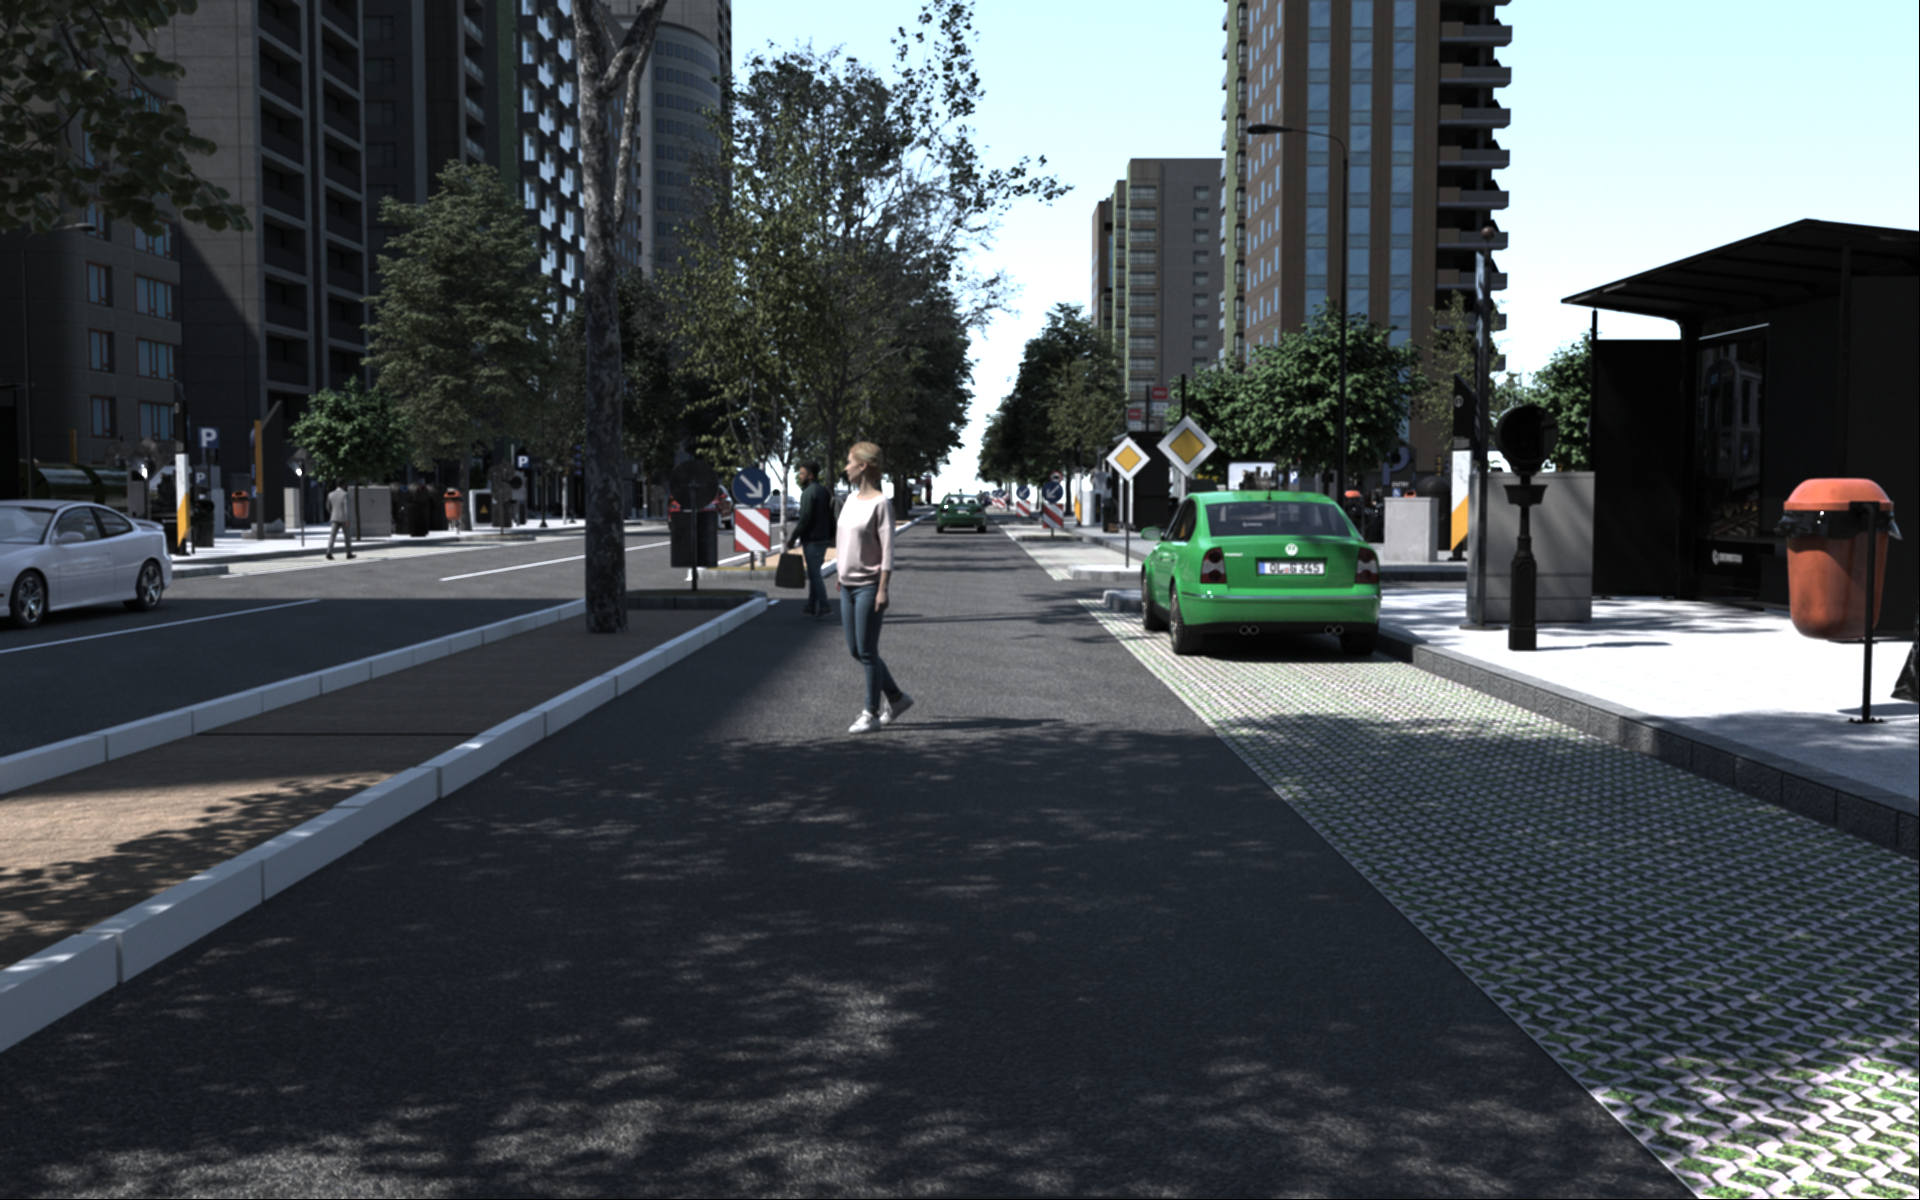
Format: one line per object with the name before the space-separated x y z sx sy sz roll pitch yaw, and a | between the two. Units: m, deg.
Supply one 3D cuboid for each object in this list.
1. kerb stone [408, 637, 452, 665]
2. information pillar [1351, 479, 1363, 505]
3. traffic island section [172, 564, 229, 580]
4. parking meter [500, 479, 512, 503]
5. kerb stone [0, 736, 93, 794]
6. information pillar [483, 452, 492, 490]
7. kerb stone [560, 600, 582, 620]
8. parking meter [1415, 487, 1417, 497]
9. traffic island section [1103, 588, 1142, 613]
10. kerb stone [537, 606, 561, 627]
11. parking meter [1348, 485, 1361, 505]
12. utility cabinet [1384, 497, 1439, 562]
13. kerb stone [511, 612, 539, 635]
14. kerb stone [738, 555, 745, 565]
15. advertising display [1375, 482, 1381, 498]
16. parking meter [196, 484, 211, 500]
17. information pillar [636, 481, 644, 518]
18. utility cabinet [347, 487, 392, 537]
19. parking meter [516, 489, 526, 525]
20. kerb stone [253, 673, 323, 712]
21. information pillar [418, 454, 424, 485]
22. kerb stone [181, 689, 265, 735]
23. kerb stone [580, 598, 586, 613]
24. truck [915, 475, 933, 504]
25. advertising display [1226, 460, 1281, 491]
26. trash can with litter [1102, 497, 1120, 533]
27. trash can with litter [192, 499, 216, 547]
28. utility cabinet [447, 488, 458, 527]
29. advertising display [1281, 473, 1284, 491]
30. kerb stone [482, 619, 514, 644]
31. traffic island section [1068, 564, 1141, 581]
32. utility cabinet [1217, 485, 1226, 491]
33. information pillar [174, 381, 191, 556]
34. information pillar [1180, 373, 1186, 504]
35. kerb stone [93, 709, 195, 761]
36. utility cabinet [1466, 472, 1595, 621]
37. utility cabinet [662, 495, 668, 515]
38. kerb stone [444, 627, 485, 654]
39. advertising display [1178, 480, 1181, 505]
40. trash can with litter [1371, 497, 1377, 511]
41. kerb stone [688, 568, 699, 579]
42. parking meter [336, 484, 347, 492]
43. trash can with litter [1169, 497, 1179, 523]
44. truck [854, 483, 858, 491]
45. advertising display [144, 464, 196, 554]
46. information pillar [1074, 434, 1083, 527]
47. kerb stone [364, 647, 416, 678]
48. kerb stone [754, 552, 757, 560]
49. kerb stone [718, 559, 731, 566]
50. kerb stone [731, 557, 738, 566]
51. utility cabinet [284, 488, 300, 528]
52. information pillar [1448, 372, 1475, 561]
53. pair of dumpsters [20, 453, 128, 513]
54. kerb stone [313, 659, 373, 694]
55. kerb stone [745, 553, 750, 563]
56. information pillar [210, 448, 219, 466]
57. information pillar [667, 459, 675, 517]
kerb stone | -4.585 0.451 14.846 0.120 0.150 1.000 0 4 0
information pillar | 13.313 -3.276 58.058 0.304 2.012 0.304 -1 4 -13
traffic island section | -14.073 -0.476 30.057 2.009 0.180 2.903 0 4 0
parking meter | -17.050 -3.631 65.070 0.399 1.863 0.255 -1 4 -22
kerb stone | -4.605 0.825 8.704 0.120 0.150 1.000 0 4 0
information pillar | -25.884 -6.334 94.922 0.504 3.616 0.183 -1 4 -20
kerb stone | -4.556 0.139 19.969 0.120 0.150 1.000 0 4 0
parking meter | 12.870 -2.440 48.309 0.372 1.533 0.369 0 3 0
traffic island section | 2.889 0.017 22.006 2.009 0.180 2.903 0 4 0
kerb stone | -4.568 0.204 18.946 0.120 0.150 1.000 0 4 0
parking meter | 11.348 -2.536 49.877 0.372 1.533 0.369 0 3 0
utility cabinet | 8.582 -1.332 32.940 0.306 1.237 1.020 -3 5 -42
kerb stone | -4.571 0.261 17.923 0.120 0.150 1.000 0 4 0
kerb stone | -4.506 -0.771 34.858 0.120 0.150 1.000 0 4 0
advertising display | 22.767 -5.366 92.950 0.974 1.923 0.123 0 4 3
parking meter | -19.594 -2.232 44.907 0.372 1.533 0.369 0 3 0
information pillar | -17.346 -5.465 93.836 0.304 2.012 0.304 -3 4 -36
utility cabinet | -17.376 -2.586 50.968 1.173 1.500 0.318 -2 4 -29
parking meter | -18.327 -3.905 72.265 0.372 1.533 0.369 0 3 0
kerb stone | -4.600 0.637 11.780 0.120 0.150 1.000 0 4 0
information pillar | -28.366 -6.105 91.172 0.504 3.616 0.183 3 5 42
kerb stone | -4.599 0.700 10.757 0.120 0.150 1.000 0 4 0
kerb stone | -4.559 0.074 20.991 0.120 0.150 1.000 0 4 0
truck | -5.366 -16.268 254.888 2.839 4.237 11.283 0 4 0
advertising display | 5.487 -1.673 32.567 0.974 1.923 0.123 1 4 13
trash can with litter | 5.074 -2.817 57.447 0.624 1.170 1.055 -1 4 -11
trash can with litter | -18.263 -1.854 41.702 0.624 1.170 1.055 -1 4 -22
utility cabinet | -19.791 -3.518 66.199 1.173 1.500 0.318 1 4 12
advertising display | 9.680 -2.940 53.280 0.123 1.923 0.974 3 4 39
kerb stone | -4.569 0.324 16.901 0.120 0.150 1.000 0 4 0
traffic island section | 2.918 -0.472 29.991 2.009 0.180 2.903 0 4 0
utility cabinet | 6.907 -2.142 43.701 1.173 1.500 0.318 3 4 38
information pillar | -16.081 -2.719 35.803 0.183 3.616 0.504 -3 5 -45
information pillar | 4.363 -2.599 33.848 0.183 3.616 0.504 1 4 9
kerb stone | -4.602 0.762 9.735 0.120 0.150 1.000 0 4 0
utility cabinet | 5.695 -0.528 17.320 1.173 1.500 0.318 0 4 -4
utility cabinet | -17.908 -5.753 105.217 0.306 1.237 1.020 1 4 19
kerb stone | -4.582 0.387 15.875 0.120 0.150 1.000 0 4 0
advertising display | 9.956 -4.477 78.406 0.123 1.923 0.974 0 4 4
trash can with litter | 17.936 -3.923 75.530 0.624 1.170 1.055 -2 4 -32
kerb stone | -4.529 -0.460 29.727 0.120 0.150 1.000 0 4 0
parking meter | -25.511 -4.024 71.496 0.399 1.863 0.255 1 4 20
trash can with litter | 8.474 -3.600 70.253 0.624 1.170 1.055 -1 4 -16
truck | -10.366 -12.957 201.606 2.967 4.110 18.799 0 4 0
advertising display | -16.770 -1.930 36.772 0.974 1.923 0.123 -2 4 -25
information pillar | 4.654 -4.694 68.094 0.183 3.616 0.504 -2 4 -25
kerb stone | -4.586 0.512 13.824 0.120 0.150 1.000 0 4 0
kerb stone | -4.497 -0.900 36.904 0.120 0.150 1.000 0 4 0
kerb stone | -4.519 -0.647 32.813 0.120 0.150 1.000 0 4 0
kerb stone | -4.516 -0.712 33.836 0.120 0.150 1.000 0 4 0
utility cabinet | -25.051 -3.404 64.327 1.173 1.500 0.318 2 4 25
information pillar | 9.622 -2.558 33.185 0.183 3.616 0.504 -2 4 -28
pair of dumpsters | -20.513 -2.280 39.777 1.574 2.255 4.437 0 4 0
kerb stone | -4.592 0.576 12.802 0.120 0.150 1.000 0 4 0
kerb stone | -4.499 -0.835 35.882 0.120 0.150 1.000 0 4 0
information pillar | -32.430 -5.130 75.224 0.183 3.616 0.504 3 5 40
information pillar | -16.061 -6.417 96.265 0.504 3.616 0.183 2 4 35
